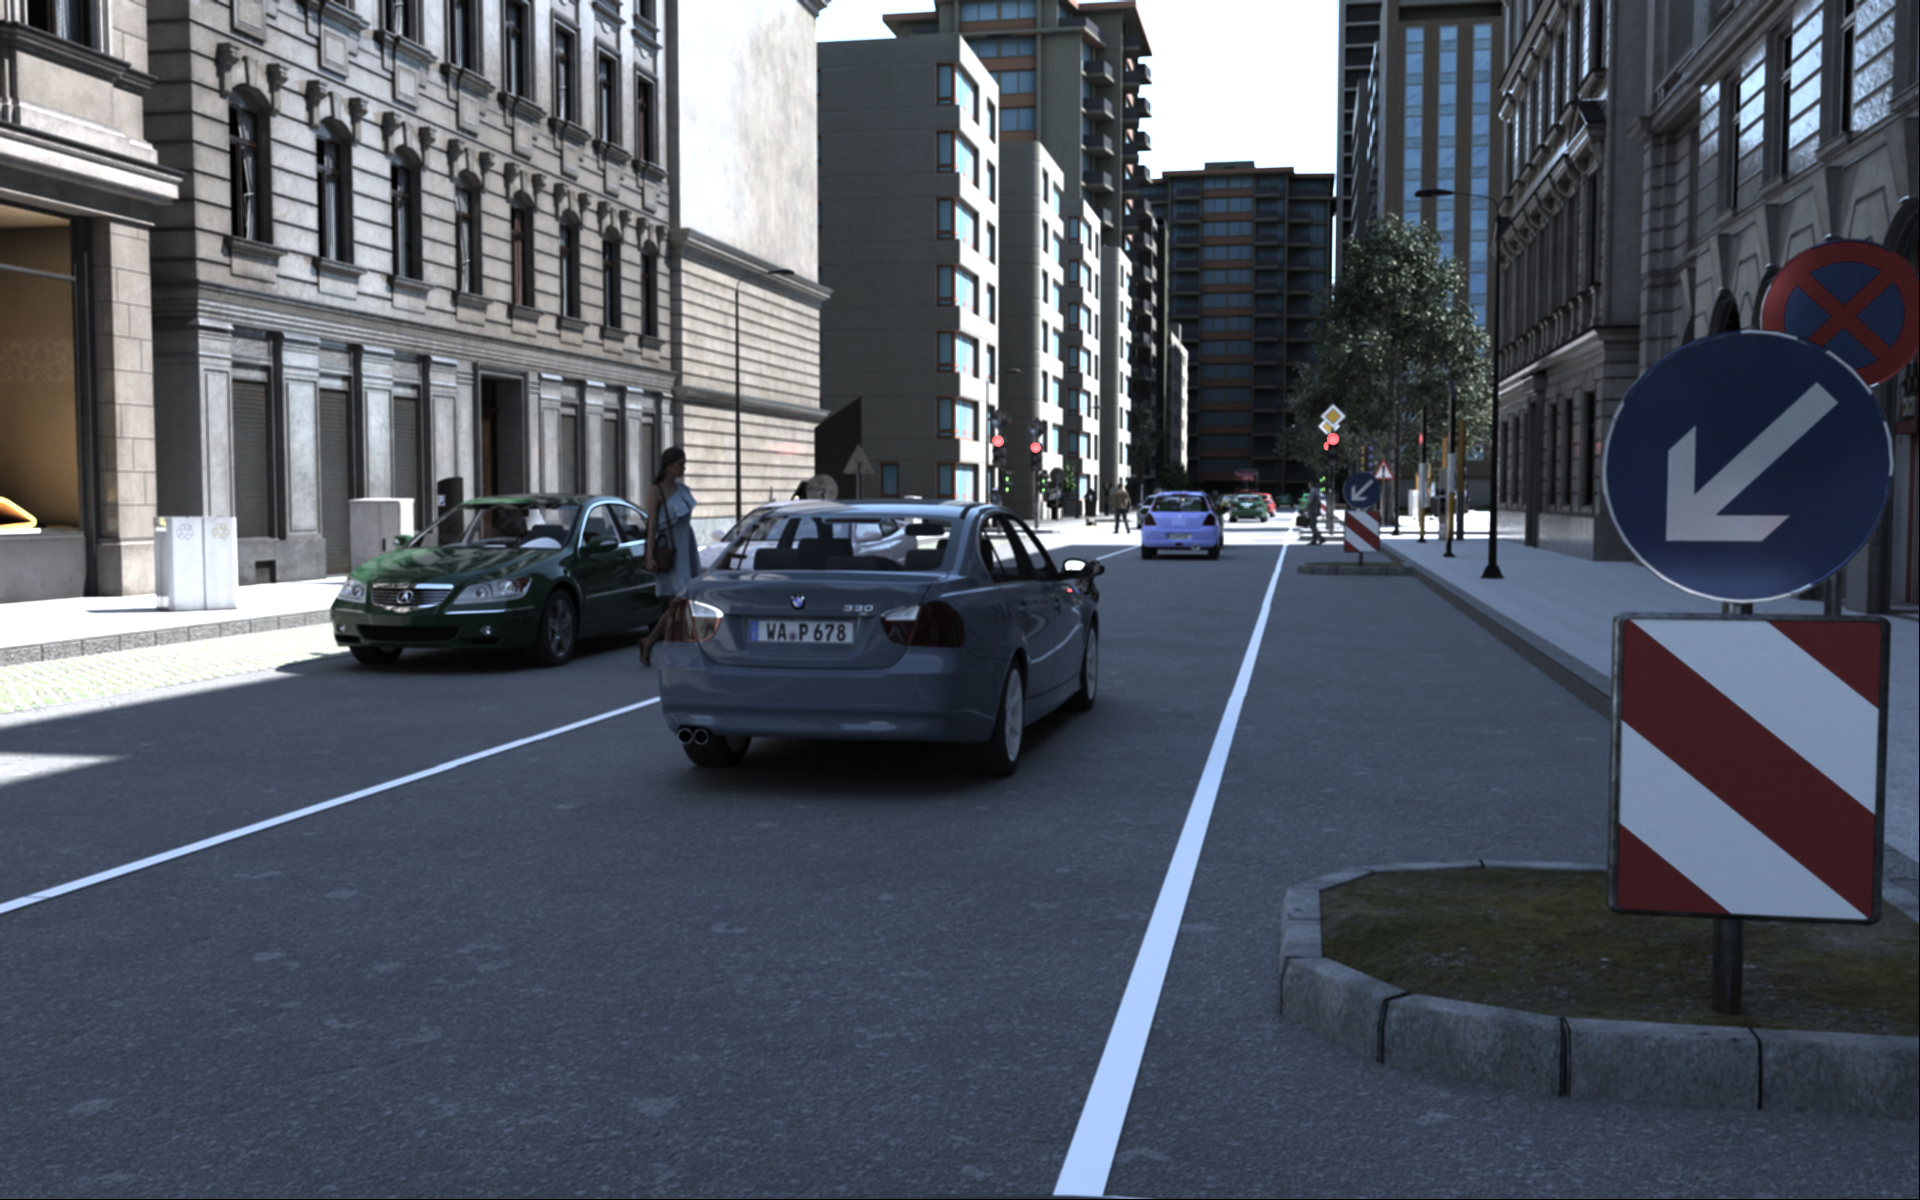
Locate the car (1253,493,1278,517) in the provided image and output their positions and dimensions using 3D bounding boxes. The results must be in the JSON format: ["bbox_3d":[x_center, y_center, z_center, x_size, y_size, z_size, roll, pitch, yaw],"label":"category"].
[{"bbox_3d":[18.861,-6.098,108.746,2.155,1.783,4.494,1,4,13],"label":"car"}]

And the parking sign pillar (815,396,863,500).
[{"bbox_3d":[-3.346,-3.627,47.767,1.447,3.967,1.447,0,4,0],"label":"parking sign pillar"}]

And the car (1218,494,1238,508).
[{"bbox_3d":[21.965,-7.965,140.447,2.015,1.641,3.980,1,4,12],"label":"car"}]

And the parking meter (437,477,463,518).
[{"bbox_3d":[-7.585,-1.064,25.807,0.372,1.533,0.369,0,3,0],"label":"parking meter"}]

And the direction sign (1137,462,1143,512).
[{"bbox_3d":[12.872,-8.075,124.020,0.379,3.537,0.876,-1,4,-21],"label":"direction sign"}]

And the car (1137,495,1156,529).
[{"bbox_3d":[8.414,-3.675,72.090,2.014,1.417,4.499,1,4,12],"label":"car"}]

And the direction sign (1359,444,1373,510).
[{"bbox_3d":[18.238,-5.251,77.855,0.876,3.537,0.379,-2,4,-33],"label":"direction sign"}]

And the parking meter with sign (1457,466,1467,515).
[{"bbox_3d":[30.921,-6.766,106.891,0.543,3.016,1.738,1,4,18],"label":"parking meter with sign"}]

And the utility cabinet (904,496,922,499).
[{"bbox_3d":[-1.417,-2.540,52.690,0.306,1.237,1.020,1,4,13],"label":"utility cabinet"}]

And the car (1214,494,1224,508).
[{"bbox_3d":[24.470,-9.019,159.256,2.131,1.459,4.920,1,4,12],"label":"car"}]

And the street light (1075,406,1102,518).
[{"bbox_3d":[6.784,-7.280,91.562,1.470,5.913,1.316,1,4,11],"label":"street light"}]

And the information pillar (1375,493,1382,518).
[{"bbox_3d":[21.294,-5.106,87.972,0.304,2.012,0.304,2,4,30],"label":"information pillar"}]

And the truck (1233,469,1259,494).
[{"bbox_3d":[32.494,-12.688,196.361,2.839,4.237,11.283,1,4,11],"label":"truck"}]

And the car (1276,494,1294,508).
[{"bbox_3d":[34.702,-10.778,185.020,1.959,1.807,4.718,1,4,12],"label":"car"}]

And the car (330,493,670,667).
[{"bbox_3d":[-3.927,-0.257,15.994,2.131,1.459,4.920,1,4,11],"label":"car"}]

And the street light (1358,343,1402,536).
[{"bbox_3d":[12.903,-4.933,53.199,1.470,5.913,1.316,1,4,11],"label":"street light"}]

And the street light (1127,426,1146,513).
[{"bbox_3d":[12.014,-8.912,118.257,1.470,5.913,1.316,1,4,11],"label":"street light"}]

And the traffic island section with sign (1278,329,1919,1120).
[{"bbox_3d":[1.941,0.223,4.976,1.989,1.847,2.006,1,4,11],"label":"traffic island section with sign"}]

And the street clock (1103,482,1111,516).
[{"bbox_3d":[8.678,-5.981,102.362,0.471,2.002,0.358,-2,4,-24],"label":"street clock"}]

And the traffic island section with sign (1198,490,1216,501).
[{"bbox_3d":[22.860,-9.479,163.610,1.989,1.847,2.006,1,4,11],"label":"traffic island section with sign"}]

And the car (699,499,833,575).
[{"bbox_3d":[-1.779,-0.503,20.587,2.083,1.381,4.827,1,4,13],"label":"car"}]

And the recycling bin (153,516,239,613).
[{"bbox_3d":[-8.470,-0.406,19.199,0.722,1.027,0.722,-3,4,-36],"label":"recycling bin"}]

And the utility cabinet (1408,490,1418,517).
[{"bbox_3d":[25.316,-5.354,96.218,0.318,1.500,1.173,3,5,40],"label":"utility cabinet"}]

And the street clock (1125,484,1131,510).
[{"bbox_3d":[12.064,-7.328,124.377,0.471,2.002,0.358,0,4,-1],"label":"street clock"}]

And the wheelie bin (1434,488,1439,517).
[{"bbox_3d":[26.510,-5.335,95.143,0.980,1.594,0.693,-1,4,-17],"label":"wheelie bin"}]

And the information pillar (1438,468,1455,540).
[{"bbox_3d":[13.503,-2.665,48.066,0.304,2.012,0.304,-2,4,-27],"label":"information pillar"}]

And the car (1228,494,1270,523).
[{"bbox_3d":[14.791,-4.704,88.707,2.131,1.459,4.920,1,4,12],"label":"car"}]

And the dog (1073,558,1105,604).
[{"bbox_3d":[1.179,-0.005,16.918,0.513,0.831,0.800,1,4,8],"label":"dog"}]

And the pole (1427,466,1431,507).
[{"bbox_3d":[32.241,-7.663,119.140,0.158,3.312,0.155,0,3,0],"label":"pole"}]

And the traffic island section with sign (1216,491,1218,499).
[{"bbox_3d":[28.068,-11.097,190.059,1.989,1.847,2.006,1,4,11],"label":"traffic island section with sign"}]

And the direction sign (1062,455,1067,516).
[{"bbox_3d":[6.005,-6.549,99.073,0.379,3.537,0.876,0,4,6],"label":"direction sign"}]

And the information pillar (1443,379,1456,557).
[{"bbox_3d":[9.988,-2.684,35.243,0.183,3.616,0.504,1,4,8],"label":"information pillar"}]

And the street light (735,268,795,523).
[{"bbox_3d":[-4.090,-3.875,35.892,1.470,5.913,1.316,1,4,11],"label":"street light"}]

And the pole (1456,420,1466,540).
[{"bbox_3d":[13.876,-3.311,47.974,0.158,3.312,0.155,0,3,0],"label":"pole"}]

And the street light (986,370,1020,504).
[{"bbox_3d":[1.552,-5.647,64.867,1.470,5.913,1.316,1,4,11],"label":"street light"}]

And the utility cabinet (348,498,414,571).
[{"bbox_3d":[-8.330,-0.842,24.936,1.020,1.237,0.306,2,4,29],"label":"utility cabinet"}]

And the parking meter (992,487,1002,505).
[{"bbox_3d":[1.417,-3.558,66.584,0.372,1.533,0.369,0,3,0],"label":"parking meter"}]

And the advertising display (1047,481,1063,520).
[{"bbox_3d":[4.761,-4.994,86.869,0.974,1.923,0.123,3,5,42],"label":"advertising display"}]

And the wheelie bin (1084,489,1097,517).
[{"bbox_3d":[7.460,-5.555,98.739,0.693,1.594,0.980,-1,4,-11],"label":"wheelie bin"}]

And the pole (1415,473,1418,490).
[{"bbox_3d":[30.781,-7.517,116.742,0.158,3.312,0.155,0,3,0],"label":"pole"}]

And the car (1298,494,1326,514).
[{"bbox_3d":[25.300,-7.073,124.447,1.959,1.807,4.718,1,4,11],"label":"car"}]

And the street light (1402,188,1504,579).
[{"bbox_3d":[7.600,-3.293,26.386,1.470,5.913,1.316,1,4,11],"label":"street light"}]

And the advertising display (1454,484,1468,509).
[{"bbox_3d":[33.471,-6.770,115.897,0.974,1.923,0.123,2,4,34],"label":"advertising display"}]

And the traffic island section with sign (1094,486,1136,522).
[{"bbox_3d":[7.924,-4.855,88.015,1.989,1.847,2.006,1,4,11],"label":"traffic island section with sign"}]

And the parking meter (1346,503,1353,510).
[{"bbox_3d":[25.766,-6.658,114.567,0.399,1.863,0.255,2,4,31],"label":"parking meter"}]

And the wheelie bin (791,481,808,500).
[{"bbox_3d":[-3.584,-2.039,41.247,0.693,1.594,0.980,2,4,28],"label":"wheelie bin"}]

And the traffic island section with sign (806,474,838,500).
[{"bbox_3d":[-2.794,-1.537,33.763,1.989,1.847,2.006,1,4,11],"label":"traffic island section with sign"}]

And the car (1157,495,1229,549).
[{"bbox_3d":[6.181,-2.137,46.743,2.131,1.459,4.920,1,4,10],"label":"car"}]

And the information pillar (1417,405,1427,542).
[{"bbox_3d":[12.293,-3.346,46.057,0.183,3.616,0.504,0,4,3],"label":"information pillar"}]

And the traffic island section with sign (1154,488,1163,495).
[{"bbox_3d":[13.176,-6.483,114.632,1.989,1.847,2.006,1,4,11],"label":"traffic island section with sign"}]

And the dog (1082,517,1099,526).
[{"bbox_3d":[5.862,-3.520,77.745,0.550,0.427,0.748,-2,4,-35],"label":"dog"}]

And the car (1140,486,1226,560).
[{"bbox_3d":[5.031,-1.812,39.220,1.945,1.707,3.694,1,4,9],"label":"car"}]

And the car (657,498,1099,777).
[{"bbox_3d":[-0.284,0.110,10.208,2.014,1.417,4.499,1,4,13],"label":"car"}]
